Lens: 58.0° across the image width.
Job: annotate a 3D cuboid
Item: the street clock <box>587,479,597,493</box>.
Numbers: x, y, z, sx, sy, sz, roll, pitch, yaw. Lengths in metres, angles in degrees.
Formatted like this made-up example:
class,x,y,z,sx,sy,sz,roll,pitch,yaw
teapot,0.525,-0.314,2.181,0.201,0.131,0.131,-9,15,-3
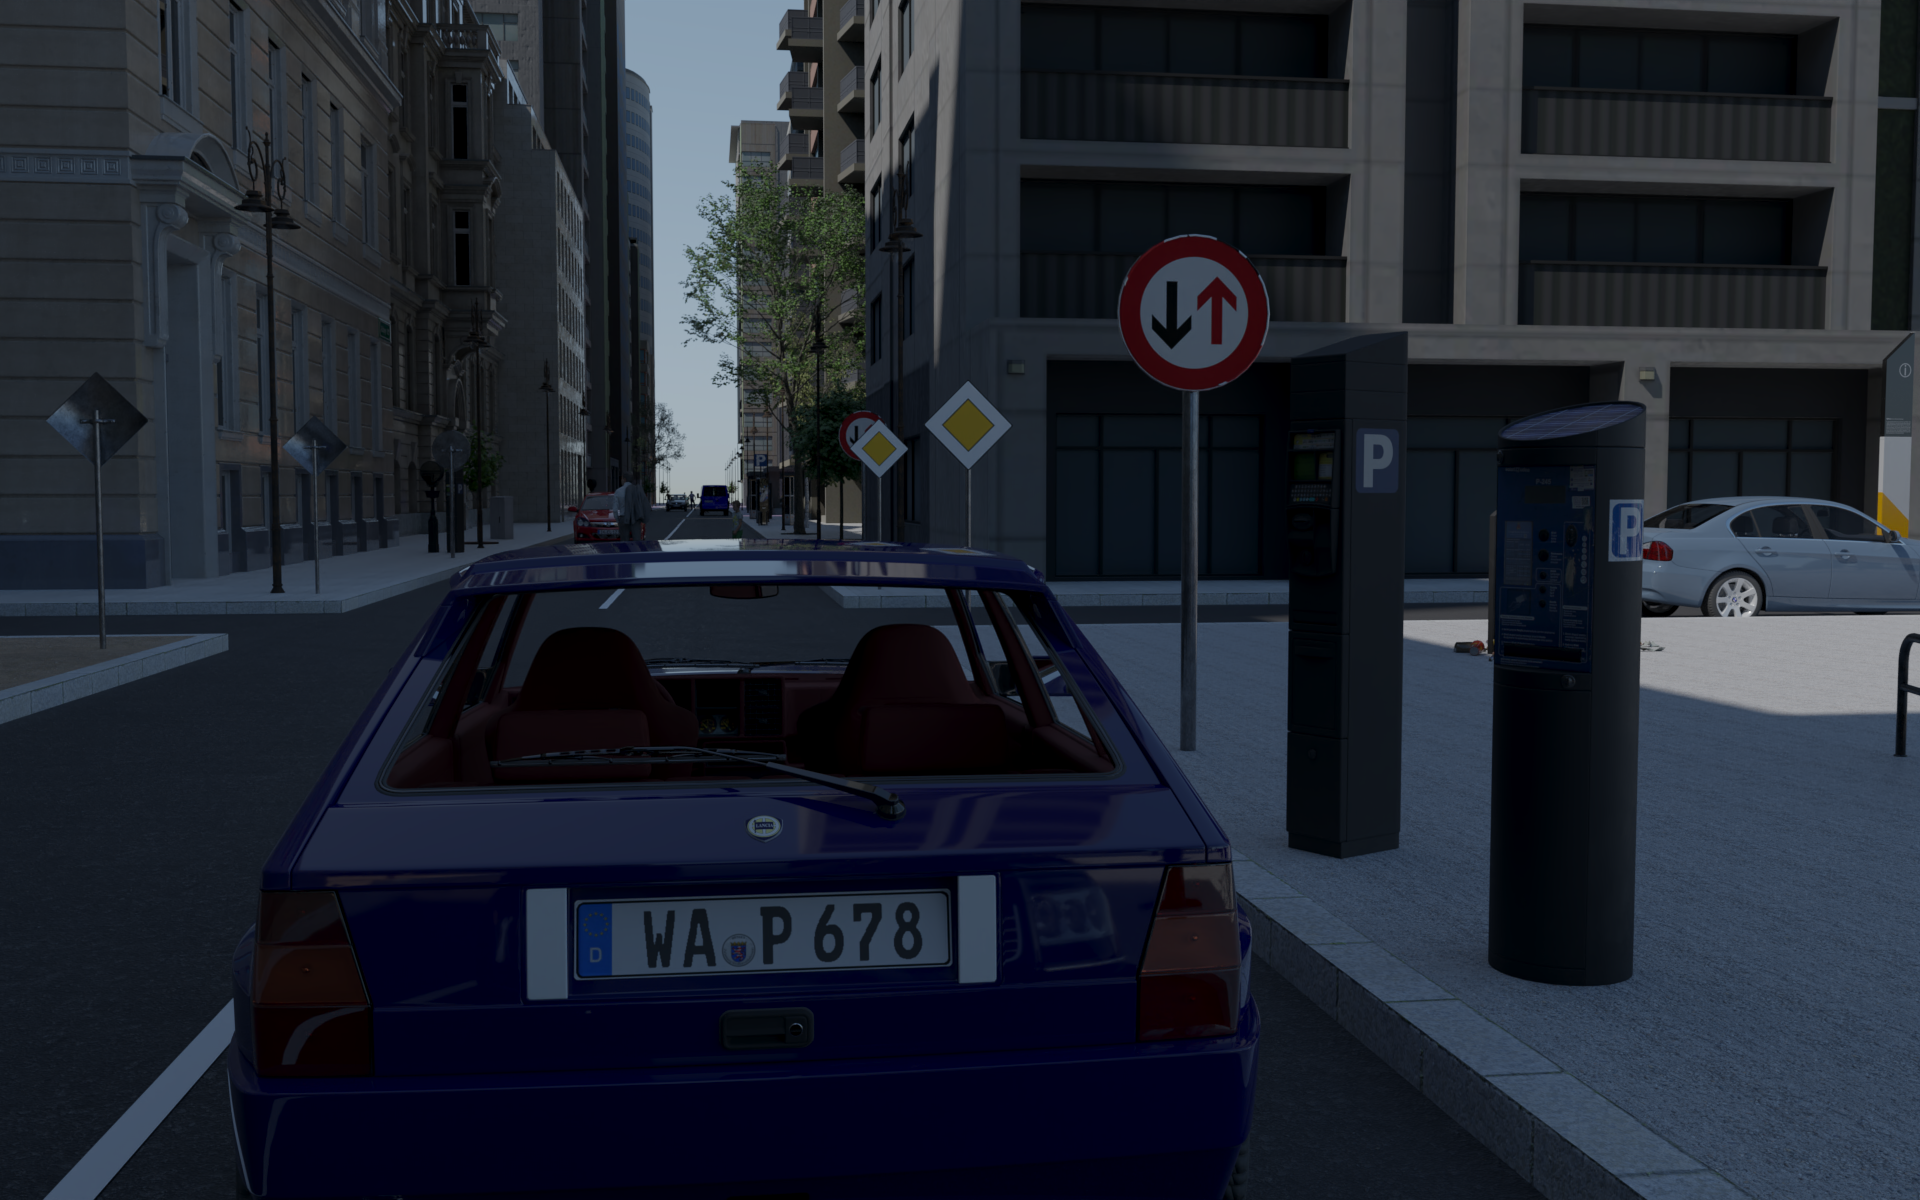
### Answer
class,x,y,z,sx,sy,sz,roll,pitch,yaw
street clock,-17.408,-4.730,81.904,0.471,2.002,0.358,3,4,37

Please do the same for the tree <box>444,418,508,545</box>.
class,x,y,z,sx,sy,sz,roll,pitch,yaw
tree,-12.518,-3.045,44.386,1.663,3.219,1.824,0,3,0

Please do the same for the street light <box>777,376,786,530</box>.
class,x,y,z,sx,sy,sz,roll,pitch,yaw
street light,-6.254,-5.406,61.170,0.468,5.910,1.993,-1,4,-8

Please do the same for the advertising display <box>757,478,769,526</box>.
class,x,y,z,sx,sy,sz,roll,pitch,yaw
advertising display,-8.050,-4.007,70.727,0.123,1.923,0.974,1,4,16

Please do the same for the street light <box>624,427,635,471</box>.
class,x,y,z,sx,sy,sz,roll,pitch,yaw
street light,-22.324,-8.781,116.353,0.468,5.910,1.993,-1,4,-8

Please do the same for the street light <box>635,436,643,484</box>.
class,x,y,z,sx,sy,sz,roll,pitch,yaw
street light,-25.107,-9.883,134.373,0.468,5.910,1.993,-1,4,-8

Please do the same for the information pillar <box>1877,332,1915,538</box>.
class,x,y,z,sx,sy,sz,roll,pitch,yaw
information pillar,13.561,-2.063,25.091,0.504,3.616,0.183,-1,4,-14

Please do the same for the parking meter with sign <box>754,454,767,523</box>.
class,x,y,z,sx,sy,sz,roll,pitch,yaw
parking meter with sign,-8.722,-4.883,76.099,0.543,3.016,1.738,0,4,-5

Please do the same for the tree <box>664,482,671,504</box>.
class,x,y,z,sx,sy,sz,roll,pitch,yaw
tree,-38.918,-14.204,226.834,1.663,3.219,1.824,0,3,0

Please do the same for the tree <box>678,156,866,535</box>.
class,x,y,z,sx,sy,sz,roll,pitch,yaw
tree,-5.242,-7.874,54.498,9.928,11.665,9.643,0,3,0

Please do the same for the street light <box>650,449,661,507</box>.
class,x,y,z,sx,sy,sz,roll,pitch,yaw
street light,-31.716,-12.695,180.350,0.468,5.910,1.993,-1,4,-8

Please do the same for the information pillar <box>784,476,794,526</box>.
class,x,y,z,sx,sy,sz,roll,pitch,yaw
information pillar,-6.981,-4.049,70.692,0.304,2.012,0.304,2,4,25

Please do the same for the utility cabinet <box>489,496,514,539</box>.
class,x,y,z,sx,sy,sz,roll,pitch,yaw
utility cabinet,-13.076,-2.337,49.376,0.306,1.237,1.020,-3,4,-38

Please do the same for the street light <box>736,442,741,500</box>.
class,x,y,z,sx,sy,sz,roll,pitch,yaw
street light,-17.171,-10.003,136.330,0.468,5.910,1.993,-1,4,-8

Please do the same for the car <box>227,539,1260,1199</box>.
class,x,y,z,sx,sy,sz,roll,pitch,yaw
car,-0.546,0.498,4.442,1.945,1.354,3.894,0,4,-8

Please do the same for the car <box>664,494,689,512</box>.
class,x,y,z,sx,sy,sz,roll,pitch,yaw
car,-23.346,-8.129,142.700,2.009,1.686,4.222,-1,4,-9

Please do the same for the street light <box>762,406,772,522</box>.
class,x,y,z,sx,sy,sz,roll,pitch,yaw
street light,-8.806,-6.510,79.223,0.468,5.910,1.993,-1,4,-8

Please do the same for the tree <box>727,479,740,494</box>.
class,x,y,z,sx,sy,sz,roll,pitch,yaw
tree,-28.515,-13.546,216.078,1.663,3.219,1.824,0,3,0

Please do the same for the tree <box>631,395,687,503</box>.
class,x,y,z,sx,sy,sz,roll,pitch,yaw
tree,-29.585,-14.018,163.600,8.767,10.594,7.601,0,4,5

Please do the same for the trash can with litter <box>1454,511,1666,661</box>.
class,x,y,z,sx,sy,sz,roll,pitch,yaw
trash can with litter,4.890,-0.178,13.961,2.233,1.210,1.678,-1,4,-20

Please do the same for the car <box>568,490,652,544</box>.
class,x,y,z,sx,sy,sz,roll,pitch,yaw
car,-9.180,-2.230,45.504,2.155,1.783,4.494,-1,4,-10

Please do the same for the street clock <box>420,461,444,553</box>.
class,x,y,z,sx,sy,sz,roll,pitch,yaw
street clock,-11.527,-2.036,37.867,0.471,2.002,0.358,0,4,3

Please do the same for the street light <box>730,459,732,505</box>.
class,x,y,z,sx,sy,sz,roll,pitch,yaw
street light,-22.448,-12.247,173.029,0.468,5.910,1.993,-1,4,-8

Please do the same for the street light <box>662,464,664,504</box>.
class,x,y,z,sx,sy,sz,roll,pitch,yaw
street light,-34.432,-13.801,198.432,0.468,5.910,1.993,-1,4,-8

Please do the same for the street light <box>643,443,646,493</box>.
class,x,y,z,sx,sy,sz,roll,pitch,yaw
street light,-27.923,-11.041,153.300,0.468,5.910,1.993,-1,4,-8

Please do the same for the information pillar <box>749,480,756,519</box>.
class,x,y,z,sx,sy,sz,roll,pitch,yaw
information pillar,-10.635,-5.165,88.941,0.304,2.012,0.304,-2,4,-24

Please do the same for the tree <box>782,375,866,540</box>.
class,x,y,z,sx,sy,sz,roll,pitch,yaw
tree,-3.356,-3.913,47.697,4.285,4.588,4.351,0,3,0

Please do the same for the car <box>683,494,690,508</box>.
class,x,y,z,sx,sy,sz,roll,pitch,yaw
car,-29.980,-10.641,185.785,2.131,1.459,4.920,0,4,-7

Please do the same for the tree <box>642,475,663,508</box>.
class,x,y,z,sx,sy,sz,roll,pitch,yaw
tree,-28.706,-10.034,158.651,1.663,3.219,1.824,0,3,0

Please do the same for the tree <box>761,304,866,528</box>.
class,x,y,z,sx,sy,sz,roll,pitch,yaw
tree,-5.569,-7.032,65.330,4.737,8.622,4.395,0,3,0

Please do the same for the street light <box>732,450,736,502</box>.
class,x,y,z,sx,sy,sz,roll,pitch,yaw
street light,-19.791,-11.106,154.374,0.468,5.910,1.993,-1,4,-8

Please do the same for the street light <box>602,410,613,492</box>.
class,x,y,z,sx,sy,sz,roll,pitch,yaw
street light,-19.834,-7.662,98.055,0.468,5.910,1.993,-1,4,-8

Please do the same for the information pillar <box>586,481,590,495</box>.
class,x,y,z,sx,sy,sz,roll,pitch,yaw
information pillar,-20.508,-5.531,94.928,0.304,2.012,0.304,2,4,31

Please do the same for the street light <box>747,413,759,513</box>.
class,x,y,z,sx,sy,sz,roll,pitch,yaw
street light,-11.810,-7.747,99.447,0.468,5.910,1.993,-1,4,-8

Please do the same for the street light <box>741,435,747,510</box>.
class,x,y,z,sx,sy,sz,roll,pitch,yaw
street light,-14.434,-8.864,117.714,0.468,5.910,1.993,-1,4,-8

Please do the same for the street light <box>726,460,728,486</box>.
class,x,y,z,sx,sy,sz,roll,pitch,yaw
street light,-26.548,-13.952,200.904,0.468,5.910,1.993,-1,4,-8

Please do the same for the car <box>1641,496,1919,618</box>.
class,x,y,z,sx,sy,sz,roll,pitch,yaw
car,9.370,-0.454,19.429,4.499,1.417,2.014,-1,4,-9

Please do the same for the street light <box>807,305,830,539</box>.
class,x,y,z,sx,sy,sz,roll,pitch,yaw
street light,-3.478,-4.265,42.525,0.468,5.910,1.993,-1,4,-8

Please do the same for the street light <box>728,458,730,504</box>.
class,x,y,z,sx,sy,sz,roll,pitch,yaw
street light,-23.986,-12.848,182.852,0.468,5.910,1.993,-1,4,-8
